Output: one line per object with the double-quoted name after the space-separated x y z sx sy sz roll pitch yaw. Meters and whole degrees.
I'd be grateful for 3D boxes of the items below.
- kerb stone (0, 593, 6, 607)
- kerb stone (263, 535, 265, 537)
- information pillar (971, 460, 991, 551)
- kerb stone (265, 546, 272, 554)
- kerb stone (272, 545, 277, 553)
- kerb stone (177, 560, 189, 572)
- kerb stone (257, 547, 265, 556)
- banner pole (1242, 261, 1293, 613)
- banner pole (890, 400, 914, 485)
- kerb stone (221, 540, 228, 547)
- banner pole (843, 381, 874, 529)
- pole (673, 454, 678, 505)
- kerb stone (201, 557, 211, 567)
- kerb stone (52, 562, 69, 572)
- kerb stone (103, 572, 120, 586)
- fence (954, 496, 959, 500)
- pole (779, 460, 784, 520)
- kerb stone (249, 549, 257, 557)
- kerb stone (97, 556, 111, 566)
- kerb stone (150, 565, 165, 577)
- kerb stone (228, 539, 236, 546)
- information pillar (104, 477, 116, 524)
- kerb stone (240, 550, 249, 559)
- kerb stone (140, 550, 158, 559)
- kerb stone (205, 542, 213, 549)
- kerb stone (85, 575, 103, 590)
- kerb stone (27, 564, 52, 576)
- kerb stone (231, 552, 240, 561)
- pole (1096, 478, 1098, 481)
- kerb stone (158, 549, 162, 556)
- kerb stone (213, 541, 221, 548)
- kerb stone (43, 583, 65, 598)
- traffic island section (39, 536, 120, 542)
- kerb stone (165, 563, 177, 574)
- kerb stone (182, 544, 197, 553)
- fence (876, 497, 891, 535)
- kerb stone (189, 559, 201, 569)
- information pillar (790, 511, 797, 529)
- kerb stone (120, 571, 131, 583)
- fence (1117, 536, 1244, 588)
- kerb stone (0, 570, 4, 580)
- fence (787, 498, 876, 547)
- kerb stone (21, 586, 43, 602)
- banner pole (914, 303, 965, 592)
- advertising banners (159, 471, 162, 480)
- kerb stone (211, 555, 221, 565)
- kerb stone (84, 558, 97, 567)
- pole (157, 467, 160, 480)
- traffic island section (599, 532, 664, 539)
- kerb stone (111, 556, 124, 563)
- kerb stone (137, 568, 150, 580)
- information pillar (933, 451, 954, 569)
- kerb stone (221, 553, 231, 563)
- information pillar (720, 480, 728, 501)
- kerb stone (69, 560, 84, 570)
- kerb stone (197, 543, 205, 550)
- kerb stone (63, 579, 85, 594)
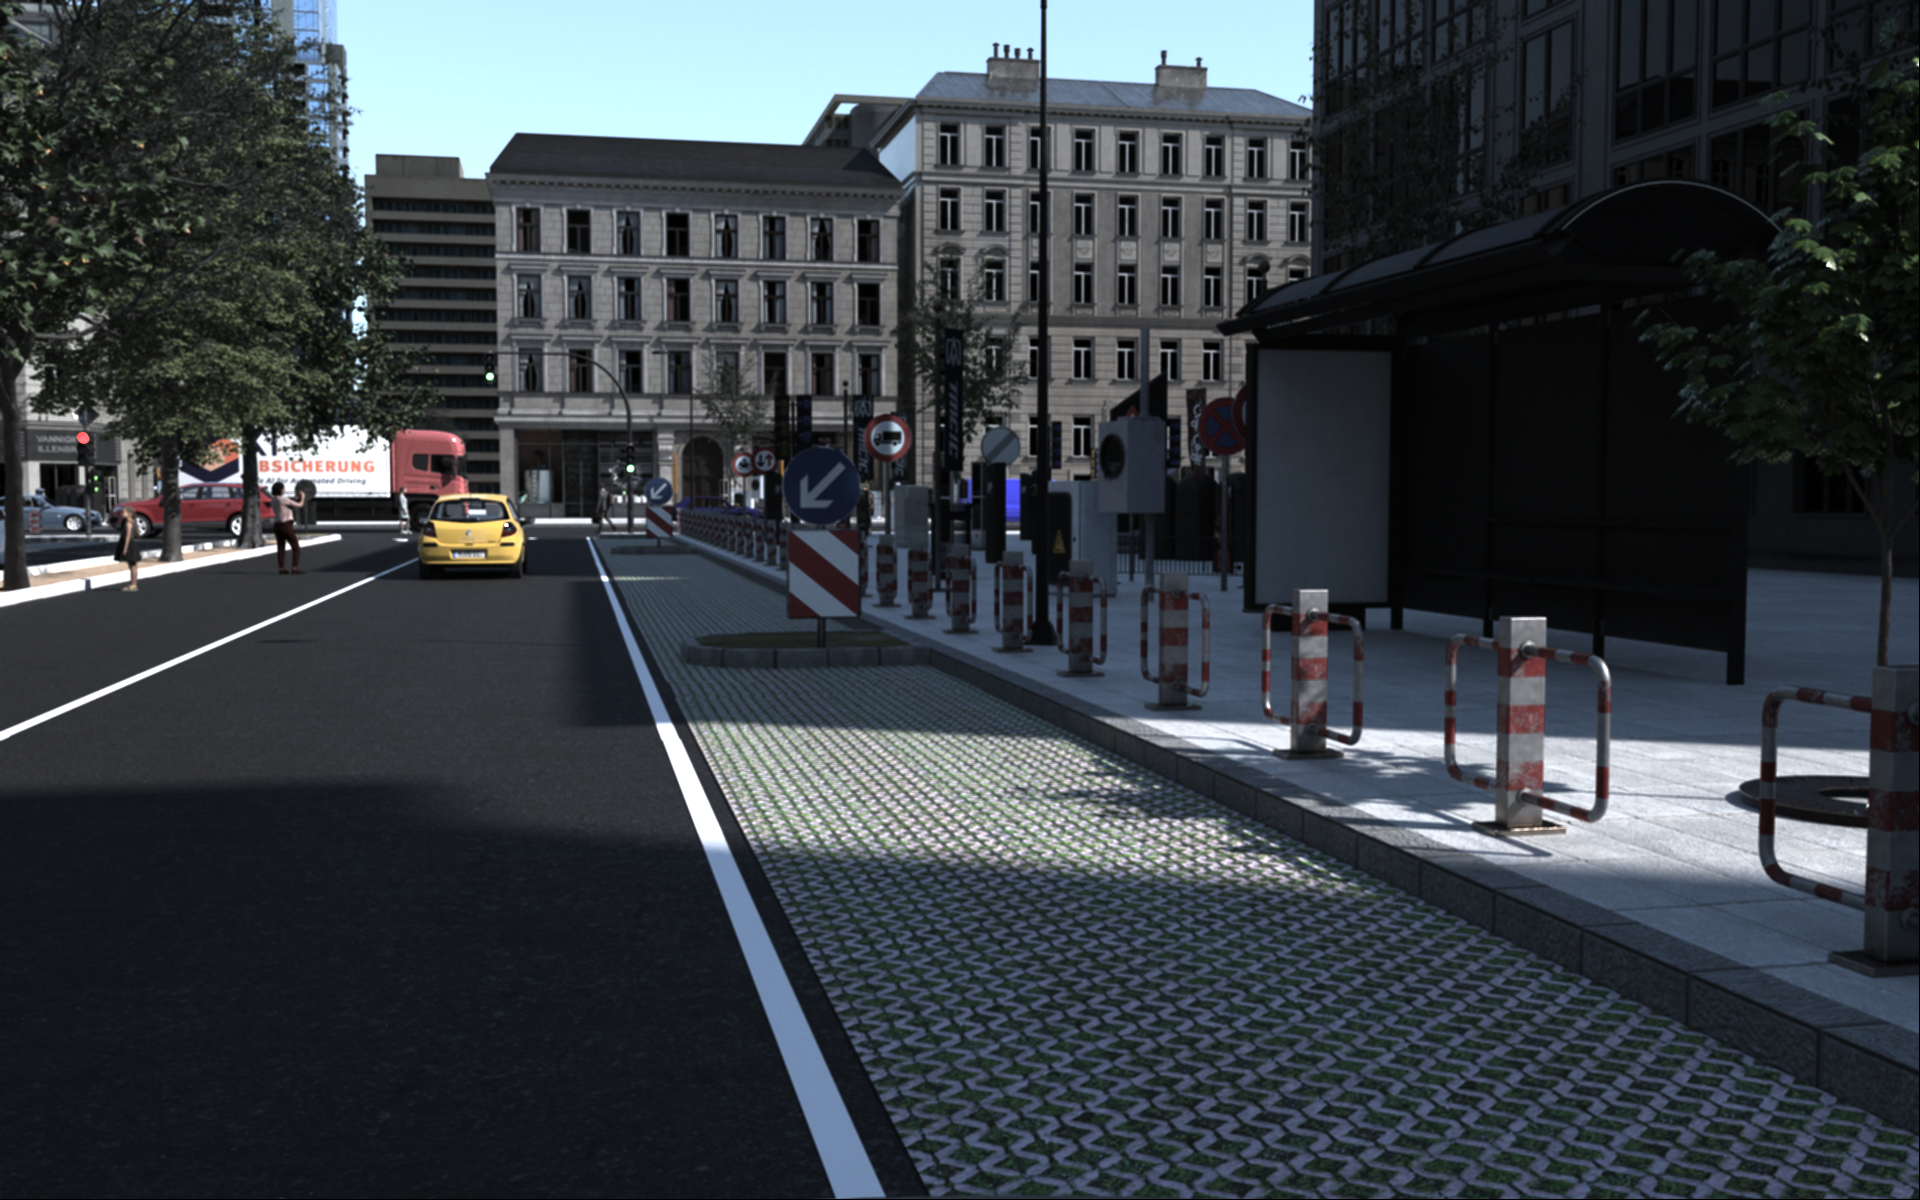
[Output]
-12.317 0.003 22.235 0.120 0.150 1.000 -1 4 -13 "kerb stone"
-21.585 -1.935 53.831 0.120 0.150 1.000 -1 4 -13 "kerb stone"
0.457 -2.140 39.475 0.304 2.012 0.304 2 4 32 "information pillar"
-16.613 -1.167 41.270 0.120 0.150 1.000 -1 4 -13 "kerb stone"
-16.835 -1.228 42.270 0.120 0.150 1.000 -1 4 -13 "kerb stone"
-14.569 -0.615 32.247 0.120 0.150 1.000 -1 4 -13 "kerb stone"
-16.370 -1.105 40.275 0.120 0.150 1.000 -1 4 -13 "kerb stone"
3.344 -1.743 18.516 0.401 3.779 0.863 -1 4 -19 "banner pole"
-1.462 -3.446 46.355 0.863 3.779 0.401 0 4 -2 "banner pole"
-20.011 -1.507 46.828 0.120 0.150 1.000 -1 4 -13 "kerb stone"
-2.300 -2.958 38.378 0.863 3.779 0.401 -1 4 -12 "banner pole"
-14.380 -5.729 87.511 0.158 3.312 0.155 0 3 0 "pole"
-15.024 -0.732 34.251 0.120 0.150 1.000 -1 4 -13 "kerb stone"
-16.625 -0.586 31.803 0.120 0.150 1.000 -1 4 -13 "kerb stone"
-13.448 -0.308 27.239 0.120 0.150 1.000 -1 4 -13 "kerb stone"
-0.510 -4.650 87.229 0.480 1.192 2.264 2 4 29 "fence"
-8.974 -5.703 87.092 0.158 3.312 0.155 0 3 0 "pole"
-16.151 -1.043 39.271 0.120 0.150 1.000 -1 4 -13 "kerb stone"
-17.308 -0.771 34.803 0.120 0.150 1.000 -1 4 -13 "kerb stone"
-14.118 -0.487 30.249 0.120 0.150 1.000 -1 4 -13 "kerb stone"
-20.237 -1.566 47.833 0.120 0.150 1.000 -1 4 -13 "kerb stone"
-36.419 -4.266 74.245 0.304 2.012 0.304 2 4 27 "information pillar"
-15.926 -0.979 38.272 0.120 0.150 1.000 -1 4 -13 "kerb stone"
-18.205 -1.016 38.813 0.120 0.150 1.000 -1 4 -13 "kerb stone"
-19.558 -1.384 44.830 0.120 0.150 1.000 -1 4 -13 "kerb stone"
-13.218 -0.245 26.240 0.120 0.150 1.000 -1 4 -13 "kerb stone"
-16.409 -0.525 30.802 0.120 0.150 1.000 -1 4 -13 "kerb stone"
-15.712 -0.918 37.266 0.120 0.150 1.000 -1 4 -13 "kerb stone"
7.280 -5.975 91.530 0.158 3.312 0.155 0 3 0 "pole"
-18.435 -1.078 39.825 0.120 0.150 1.000 -1 4 -13 "kerb stone"
-19.790 -1.444 45.828 0.120 0.150 1.000 -1 4 -13 "kerb stone"
-12.769 -0.116 24.234 0.120 0.150 1.000 -1 4 -13 "kerb stone"
-26.606 -1.870 52.853 2.009 0.180 2.903 -1 4 -13 "traffic island section"
-14.353 -0.554 31.246 0.120 0.150 1.000 -1 4 -13 "kerb stone"
-19.104 -1.260 42.824 0.120 0.150 1.000 -1 4 -13 "kerb stone"
-2.717 -2.286 48.577 2.264 1.192 0.480 3 5 41 "fence"
-14.798 -0.676 33.252 0.120 0.150 1.000 -1 4 -13 "kerb stone"
-5.171 -3.043 54.238 0.304 2.012 0.304 0 4 -3 "information pillar"
-13.672 -0.369 28.245 0.120 0.150 1.000 -1 4 -13 "kerb stone"
3.041 -0.540 24.201 2.069 0.683 0.278 2 4 30 "fence"
-15.954 -0.403 28.798 0.120 0.150 1.000 -1 4 -13 "kerb stone"
-3.240 -1.882 41.973 2.264 1.192 0.480 1 4 20 "fence"
-12.548 -0.063 23.233 0.120 0.150 1.000 -1 4 -13 "kerb stone"
-0.168 -2.015 22.961 0.401 3.779 0.863 2 4 32 "banner pole"
-60.031 -8.328 132.343 2.074 3.025 0.090 -1 4 -13 "advertising banners"
-15.255 -0.799 35.254 0.120 0.150 1.000 -1 4 -13 "kerb stone"
-17.084 -0.710 33.803 0.120 0.150 1.000 -1 4 -13 "kerb stone"
-61.237 -8.473 132.379 0.158 3.312 0.155 0 3 0 "pole"
-10.710 -2.088 56.414 2.009 0.180 2.903 -1 4 -13 "traffic island section"
-17.525 -0.832 35.806 0.120 0.150 1.000 -1 4 -13 "kerb stone"
-13.901 -0.431 29.248 0.120 0.150 1.000 -1 4 -13 "kerb stone"
-0.304 -1.544 29.734 0.304 2.012 0.304 0 4 -6 "information pillar"
-15.475 -0.860 36.257 0.120 0.150 1.000 -1 4 -13 "kerb stone"
-11.996 -5.109 88.027 0.304 2.012 0.304 2 4 34 "information pillar"
-16.850 -0.649 32.803 0.120 0.150 1.000 -1 4 -13 "kerb stone"
-19.330 -1.323 43.828 0.120 0.150 1.000 -1 4 -13 "kerb stone"
-12.997 -0.182 25.235 0.120 0.150 1.000 -1 4 -13 "kerb stone"
